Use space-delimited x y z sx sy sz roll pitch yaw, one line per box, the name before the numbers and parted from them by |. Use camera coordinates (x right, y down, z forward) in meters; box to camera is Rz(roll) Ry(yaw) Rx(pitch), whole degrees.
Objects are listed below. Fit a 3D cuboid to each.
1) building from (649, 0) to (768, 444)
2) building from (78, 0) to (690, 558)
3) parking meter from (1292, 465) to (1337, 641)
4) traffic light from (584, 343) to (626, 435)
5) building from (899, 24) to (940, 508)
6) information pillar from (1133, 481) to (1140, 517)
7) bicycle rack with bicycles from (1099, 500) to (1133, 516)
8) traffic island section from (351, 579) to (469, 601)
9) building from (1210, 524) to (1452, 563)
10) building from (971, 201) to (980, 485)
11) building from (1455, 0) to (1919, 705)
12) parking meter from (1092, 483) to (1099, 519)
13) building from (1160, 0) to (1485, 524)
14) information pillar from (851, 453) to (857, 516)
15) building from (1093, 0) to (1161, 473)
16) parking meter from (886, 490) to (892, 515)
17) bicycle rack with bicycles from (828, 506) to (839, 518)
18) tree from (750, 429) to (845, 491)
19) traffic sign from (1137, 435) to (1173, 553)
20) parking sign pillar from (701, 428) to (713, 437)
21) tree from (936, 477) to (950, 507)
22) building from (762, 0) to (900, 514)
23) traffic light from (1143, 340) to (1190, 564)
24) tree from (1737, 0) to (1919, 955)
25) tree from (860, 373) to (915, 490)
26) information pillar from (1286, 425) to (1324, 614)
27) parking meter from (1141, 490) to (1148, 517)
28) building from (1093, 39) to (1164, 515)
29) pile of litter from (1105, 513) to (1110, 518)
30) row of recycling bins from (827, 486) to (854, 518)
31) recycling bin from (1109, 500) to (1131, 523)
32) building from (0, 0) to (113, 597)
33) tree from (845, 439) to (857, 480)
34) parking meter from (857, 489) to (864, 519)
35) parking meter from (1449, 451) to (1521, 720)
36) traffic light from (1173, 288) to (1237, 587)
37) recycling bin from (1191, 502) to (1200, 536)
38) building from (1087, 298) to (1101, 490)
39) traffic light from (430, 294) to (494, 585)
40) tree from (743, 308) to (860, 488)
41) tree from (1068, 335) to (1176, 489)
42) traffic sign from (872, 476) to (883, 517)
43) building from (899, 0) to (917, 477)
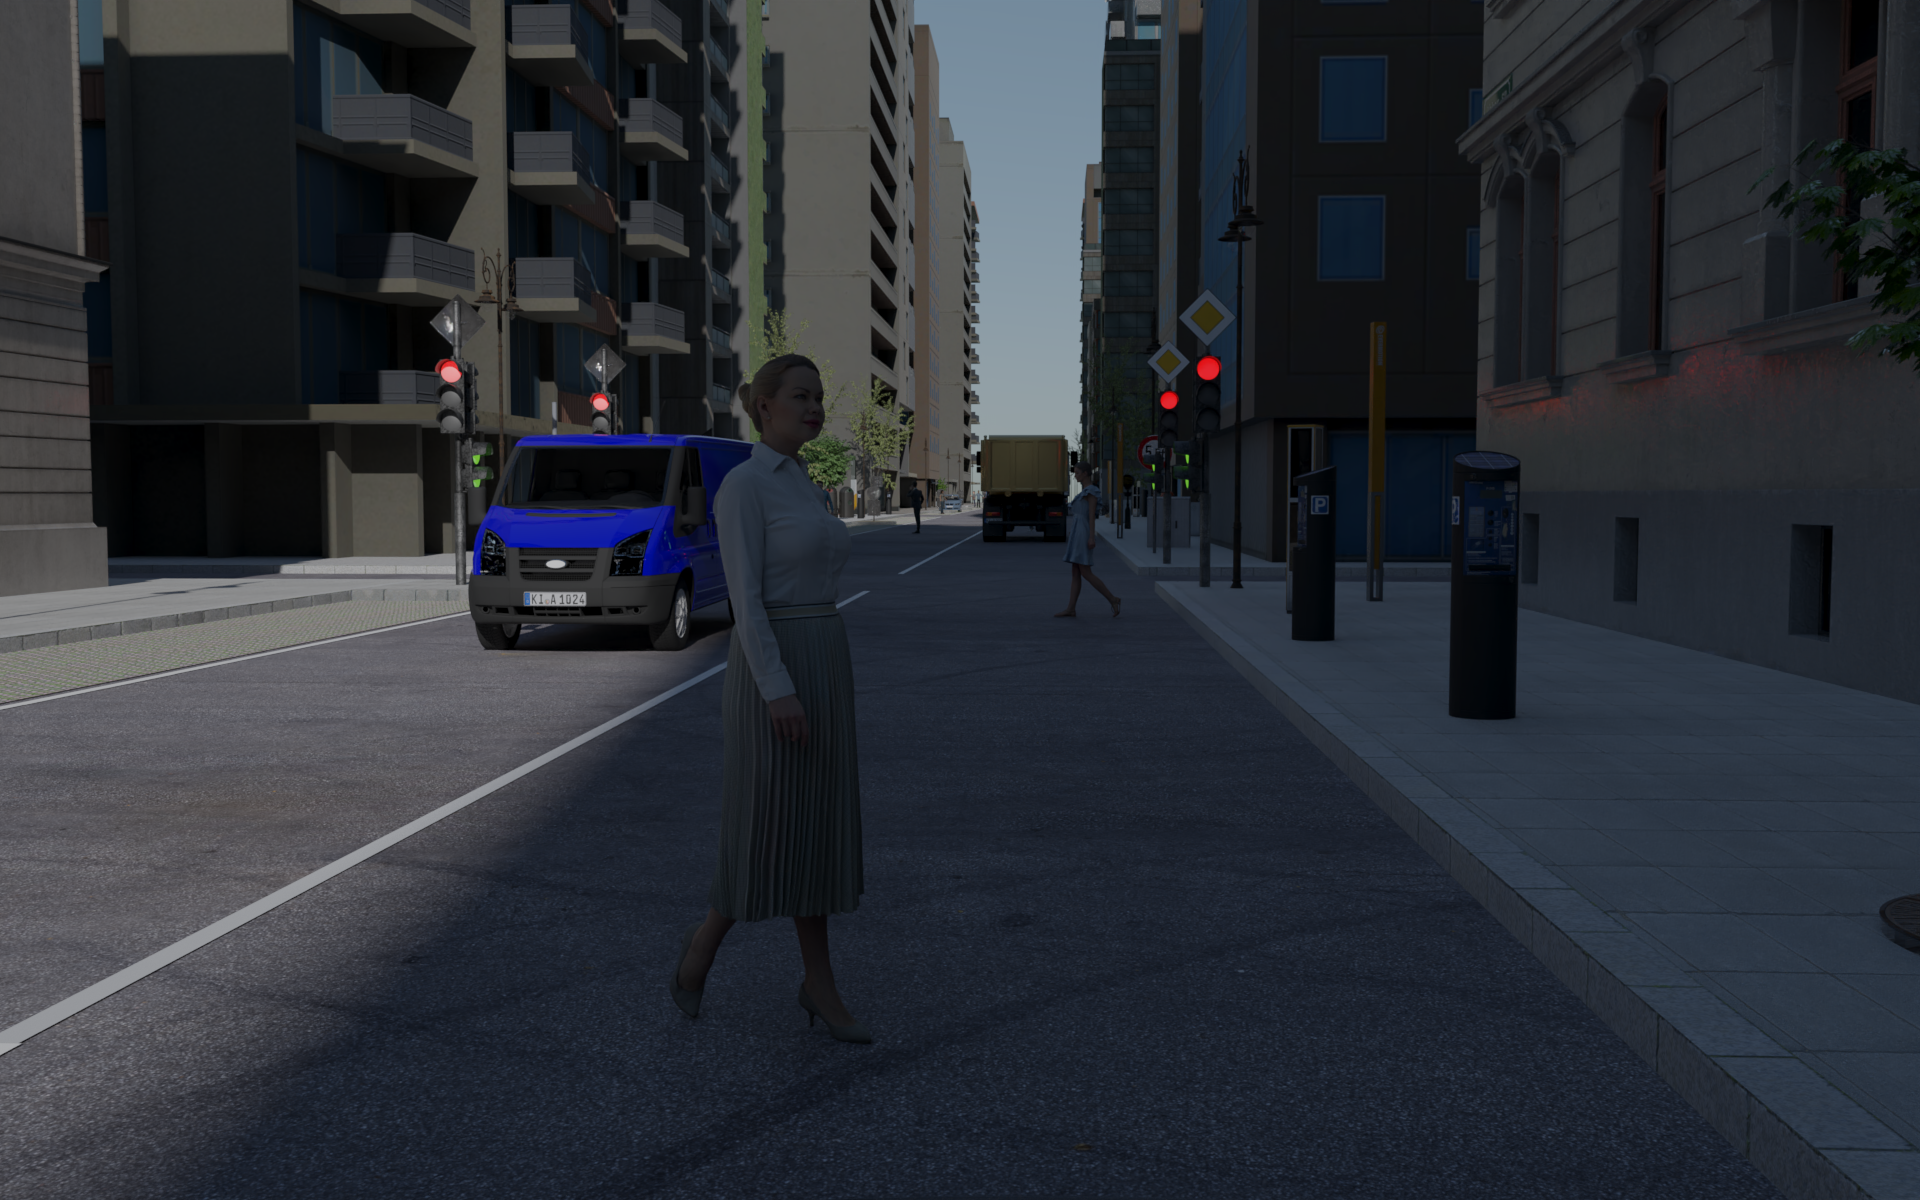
building | -16.913 -24.160 78.617 14.154 41.232 14.086 0 4 3
building | -19.955 -23.995 46.937 22.147 44.769 28.867 0 4 3
parking meter | 3.109 -0.416 15.207 0.372 1.533 0.369 0 3 0
traffic light | -6.604 -2.655 32.332 0.839 4.253 0.868 0 4 3
building | -9.301 -31.422 163.867 14.600 45.320 14.200 0 4 3
information pillar | 9.901 -5.669 97.180 0.304 2.012 0.304 3 4 38
bicycle rack with bicycles | 9.344 -5.507 103.422 2.925 0.926 2.852 -1 4 -8
traffic island section | -7.073 -0.135 24.496 2.009 0.180 2.903 0 4 3
building | 12.885 -23.677 37.233 14.200 45.320 14.600 0 4 3
building | -8.426 -36.551 252.225 22.147 44.769 28.867 0 4 3
building | 12.066 -13.611 9.924 14.401 28.519 23.554 0 4 3
parking meter | 7.009 -5.120 89.421 0.399 1.863 0.255 0 4 -4
building | 17.659 -26.841 88.966 14.600 45.320 14.200 0 4 3
information pillar | -6.109 -6.607 99.376 0.183 3.616 0.504 -2 4 -35
building | 22.601 -31.554 135.512 23.786 49.044 30.456 0 4 3
parking meter | -4.440 -6.088 107.942 0.372 1.533 0.369 0 3 0
bicycle rack with bicycles | -8.364 -5.365 101.097 2.852 0.926 2.925 -3 5 -41
tree | -7.526 -5.483 73.366 4.285 4.588 4.351 0 3 0
traffic sign | 4.212 -2.283 37.436 0.768 2.556 0.104 1 4 11
parking sign pillar | -10.696 -5.031 70.729 1.447 3.967 1.447 0 4 8
tree | -2.093 -11.072 175.632 1.663 3.219 1.824 0 3 0
building | -15.733 -30.277 118.734 21.300 48.544 21.600 0 4 3
traffic light | 3.793 -2.622 31.791 0.839 4.253 0.868 0 4 3
tree | 3.273 -0.617 4.688 1.663 3.219 1.824 0 3 0
tree | -5.056 -9.461 105.045 4.737 8.622 4.395 0 3 0
information pillar | 3.689 -0.860 18.545 0.304 2.012 0.304 2 4 28
parking meter | 10.271 -5.371 96.232 0.372 1.533 0.369 0 3 0
building | 16.223 -20.918 113.713 14.160 30.474 14.107 0 4 3
pile of litter | 8.350 -4.885 93.836 1.176 0.858 1.719 2 4 30
row of recycling bins | -7.499 -5.293 93.660 3.534 1.692 1.069 -1 4 -8
recycling bin | 7.068 -3.905 76.403 0.722 1.027 0.722 -2 4 -25
building | -21.112 -9.455 19.217 19.286 19.102 10.561 0 4 3
tree | -6.748 -6.235 85.649 4.285 4.588 4.351 0 3 0
parking meter | -5.188 -5.021 90.509 0.372 1.533 0.369 0 3 0
parking meter | 3.018 -0.095 9.965 0.372 1.533 0.369 0 3 0
traffic light | 3.364 -2.134 23.818 0.839 4.253 0.868 0 4 3
recycling bin | 7.098 -2.471 52.958 0.722 1.027 0.722 2 4 25
building | 26.393 -19.681 166.818 27.650 21.520 28.899 0 4 3
traffic light | -7.033 -2.167 24.359 0.839 4.253 0.868 0 4 3
tree | -6.619 -7.191 67.941 4.737 8.622 4.395 0 3 0
tree | 7.541 -7.915 79.772 4.737 8.622 4.395 0 3 0
traffic sign | -4.692 -5.890 98.437 0.606 2.300 0.079 0 4 8
building | -17.964 -33.885 143.266 28.713 52.752 27.495 0 4 3
